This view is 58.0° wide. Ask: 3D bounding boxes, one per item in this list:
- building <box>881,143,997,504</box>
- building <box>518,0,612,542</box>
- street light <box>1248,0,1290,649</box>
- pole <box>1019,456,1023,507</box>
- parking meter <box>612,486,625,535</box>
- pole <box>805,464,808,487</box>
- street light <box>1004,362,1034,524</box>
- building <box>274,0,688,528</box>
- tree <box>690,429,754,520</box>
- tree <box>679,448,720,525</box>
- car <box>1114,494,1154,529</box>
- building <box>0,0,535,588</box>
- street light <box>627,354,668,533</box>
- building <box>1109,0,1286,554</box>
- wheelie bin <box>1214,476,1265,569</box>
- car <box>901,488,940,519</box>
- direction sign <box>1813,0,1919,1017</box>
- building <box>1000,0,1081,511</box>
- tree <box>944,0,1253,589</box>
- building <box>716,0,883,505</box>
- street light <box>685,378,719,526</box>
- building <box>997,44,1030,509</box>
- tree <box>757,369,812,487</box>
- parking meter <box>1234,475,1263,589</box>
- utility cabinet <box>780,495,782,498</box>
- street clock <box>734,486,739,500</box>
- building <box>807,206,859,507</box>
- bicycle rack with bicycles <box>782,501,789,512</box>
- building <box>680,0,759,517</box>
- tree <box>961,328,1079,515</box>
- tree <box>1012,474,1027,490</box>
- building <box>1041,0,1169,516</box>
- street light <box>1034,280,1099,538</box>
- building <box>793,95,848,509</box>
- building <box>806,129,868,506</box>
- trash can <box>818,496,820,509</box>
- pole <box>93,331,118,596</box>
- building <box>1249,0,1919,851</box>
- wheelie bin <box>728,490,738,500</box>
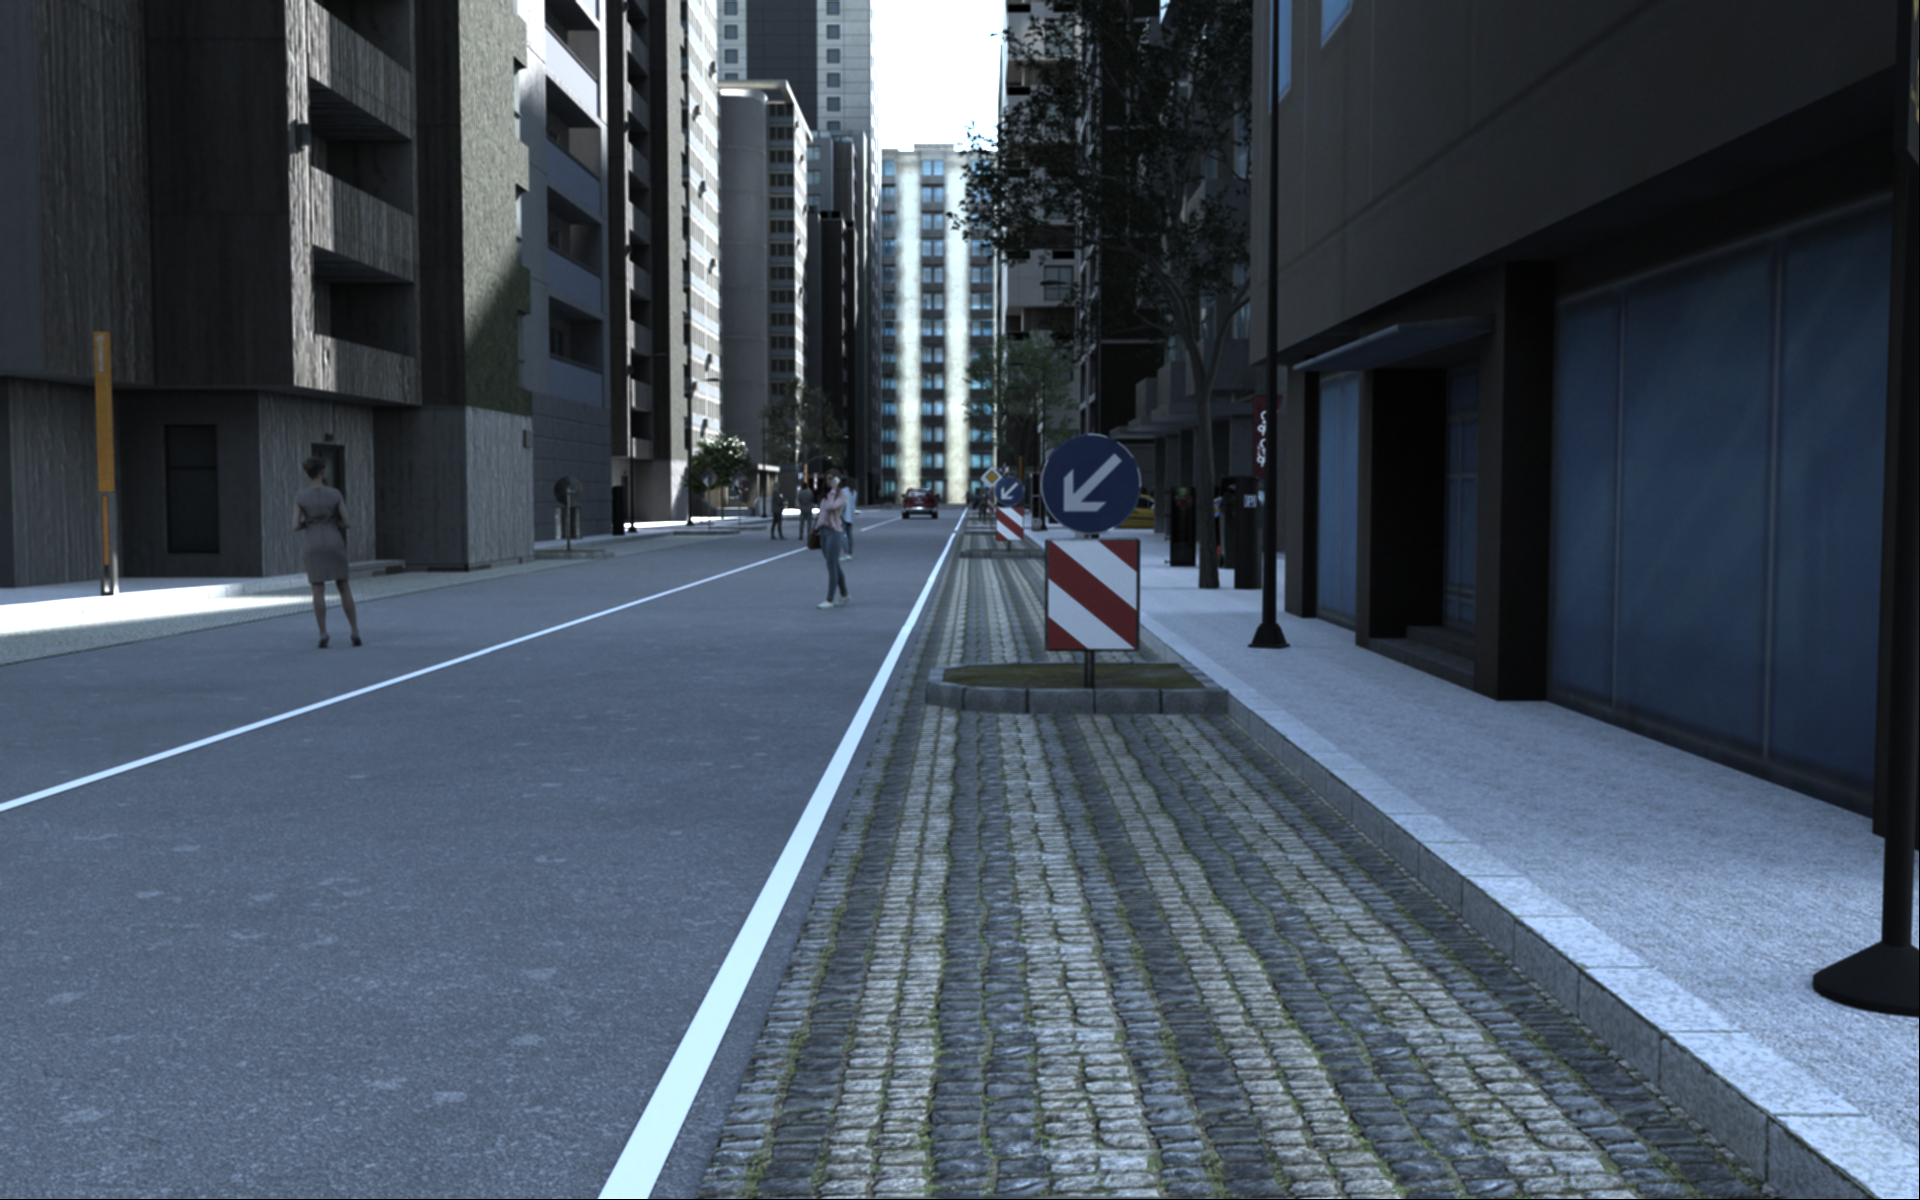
[{"bbox_3d":[-3.587,-37.873,238.830,30.456,49.044,23.786,0,4,0],"label":"building"},{"bbox_3d":[-25.301,-31.067,49.950,28.212,58.520,21.231,0,4,0],"label":"building"},{"bbox_3d":[2.054,-2.559,14.382,1.470,5.913,1.316,0,4,0],"label":"street light"},{"bbox_3d":[3.256,-6.021,92.288,0.158,3.312,0.155,0,3,0],"label":"pole"},{"bbox_3d":[-10.649,-2.785,53.953,0.372,1.533,0.369,0,3,0],"label":"parking meter"},{"bbox_3d":[-10.413,-7.568,117.582,0.158,3.312,0.155,0,3,0],"label":"pole"},{"bbox_3d":[2.402,-5.408,60.957,1.470,5.913,1.316,0,4,0],"label":"street light"},{"bbox_3d":[-20.357,-18.674,77.027,14.160,30.474,14.107,0,4,0],"label":"building"},{"bbox_3d":[-11.982,-6.327,87.166,4.285,4.588,4.351,0,3,0],"label":"tree"},{"bbox_3d":[-10.984,-4.772,72.631,1.663,3.219,1.824,0,3,0],"label":"tree"},{"bbox_3d":[6.903,-3.350,65.004,3.980,1.641,2.015,0,4,2],"label":"car"},{"bbox_3d":[-16.022,-15.718,28.693,14.160,30.474,14.107,0,4,0],"label":"building"},{"bbox_3d":[-10.374,-5.196,57.500,1.470,5.913,1.316,0,4,0],"label":"street light"},{"bbox_3d":[16.537,-26.015,44.954,23.786,49.044,30.456,0,4,0],"label":"building"},{"bbox_3d":[4.843,-1.341,29.836,0.980,1.594,0.693,0,4,-1],"label":"wheelie bin"},{"bbox_3d":[-2.343,-5.712,102.069,2.281,1.827,5.304,0,4,0],"label":"car"},{"bbox_3d":[2.389,-0.754,4.320,0.379,3.537,0.876,2,4,35],"label":"direction sign"},{"bbox_3d":[16.631,-32.822,125.886,28.713,52.752,27.495,0,4,0],"label":"building"},{"bbox_3d":[3.522,-5.456,23.616,8.767,10.594,7.601,1,4,18],"label":"tree"},{"bbox_3d":[-20.220,-47.136,208.920,20.611,71.187,20.563,0,4,0],"label":"building"},{"bbox_3d":[-10.346,-5.937,69.616,1.470,5.913,1.316,0,4,0],"label":"street light"},{"bbox_3d":[14.620,-34.032,180.132,21.300,48.544,21.600,0,4,0],"label":"building"},{"bbox_3d":[-11.699,-11.972,130.148,7.601,10.594,8.767,0,4,6],"label":"tree"},{"bbox_3d":[3.907,-0.919,23.436,0.372,1.533,0.369,0,3,0],"label":"parking meter"},{"bbox_3d":[-15.294,-8.110,143.766,1.020,1.237,0.306,1,4,14],"label":"utility cabinet"},{"bbox_3d":[-16.515,-7.548,127.972,0.358,2.002,0.471,1,4,11],"label":"street clock"},{"bbox_3d":[-17.809,-24.699,175.531,14.160,30.474,14.107,0,4,0],"label":"building"},{"bbox_3d":[-13.567,-6.905,126.279,2.852,0.926,2.925,3,5,41],"label":"bicycle rack with bicycles"},{"bbox_3d":[-27.631,-25.193,103.789,32.217,40.220,23.993,0,4,0],"label":"building"},{"bbox_3d":[3.831,-11.179,108.527,9.928,11.665,9.643,0,3,0],"label":"tree"},{"bbox_3d":[4.927,-9.347,147.425,1.663,3.219,1.824,0,3,0],"label":"tree"},{"bbox_3d":[15.093,-39.997,92.200,20.563,71.187,20.611,0,4,0],"label":"building"},{"bbox_3d":[2.435,-3.983,37.668,1.470,5.913,1.316,0,4,0],"label":"street light"},{"bbox_3d":[-26.643,-28.404,156.289,32.217,40.220,23.993,0,4,0],"label":"building"},{"bbox_3d":[-17.583,-30.928,189.272,14.154,41.232,14.086,0,4,0],"label":"building"},{"bbox_3d":[-11.062,-7.754,138.434,0.748,1.137,0.748,0,3,0],"label":"trash can"},{"bbox_3d":[-10.763,-1.711,21.823,0.158,3.312,0.155,0,3,0],"label":"pole"},{"bbox_3d":[10.042,-22.060,10.797,14.600,45.320,14.200,0,4,0],"label":"building"},{"bbox_3d":[-16.136,-6.998,122.328,0.980,1.594,0.693,-1,4,-9],"label":"wheelie bin"}]
